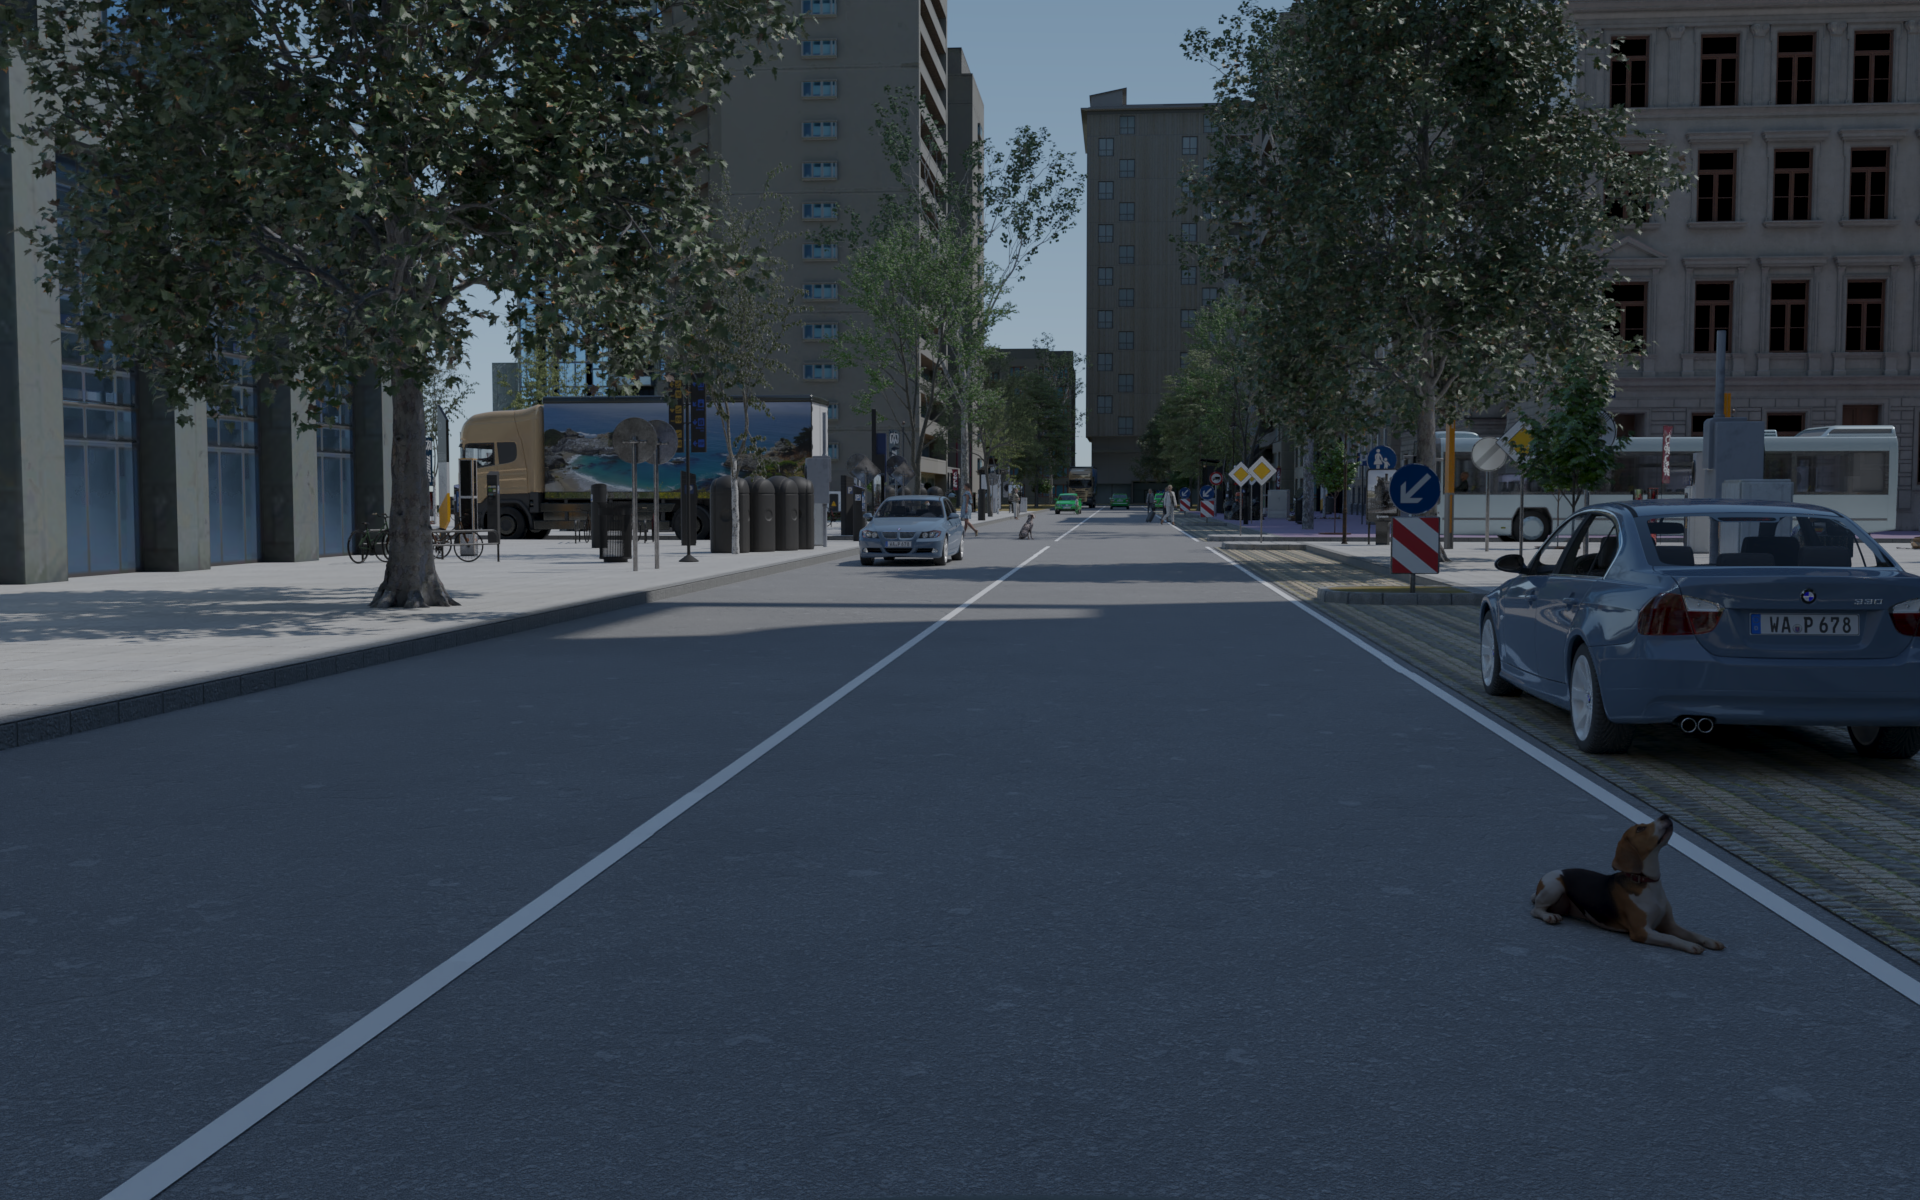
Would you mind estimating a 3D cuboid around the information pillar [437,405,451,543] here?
[{"bbox_3d":[-13.496,-3.298,45.272,0.183,3.616,0.504,-3,5,-43],"label":"information pillar"}]

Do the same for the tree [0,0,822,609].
[{"bbox_3d":[-6.392,-6.277,19.639,9.611,12.733,9.660,0,3,0],"label":"tree"}]

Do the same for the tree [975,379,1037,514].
[{"bbox_3d":[2.530,-9.739,109.600,4.737,8.622,4.395,0,3,0],"label":"tree"}]

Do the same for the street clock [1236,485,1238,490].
[{"bbox_3d":[16.880,-6.112,104.497,0.358,2.002,0.471,3,4,37],"label":"street clock"}]

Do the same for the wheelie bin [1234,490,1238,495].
[{"bbox_3d":[20.115,-7.161,124.985,0.693,1.594,0.980,-2,4,-27],"label":"wheelie bin"}]

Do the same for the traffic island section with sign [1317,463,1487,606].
[{"bbox_3d":[5.833,-0.887,23.131,1.989,1.847,2.006,0,4,5],"label":"traffic island section with sign"}]

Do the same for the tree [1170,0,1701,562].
[{"bbox_3d":[8.861,-7.083,32.811,9.611,12.733,9.660,0,3,0],"label":"tree"}]

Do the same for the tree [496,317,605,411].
[{"bbox_3d":[-16.249,-7.213,68.293,4.737,8.622,4.395,0,3,0],"label":"tree"}]

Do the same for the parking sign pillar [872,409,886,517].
[{"bbox_3d":[-2.615,-4.106,55.600,1.447,3.967,1.447,0,4,-2],"label":"parking sign pillar"}]

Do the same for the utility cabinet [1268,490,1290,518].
[{"bbox_3d":[16.581,-4.981,90.111,1.173,1.500,0.318,3,5,44],"label":"utility cabinet"}]

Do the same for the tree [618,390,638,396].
[{"bbox_3d":[-22.062,-9.920,112.560,4.737,8.622,4.395,0,3,0],"label":"tree"}]

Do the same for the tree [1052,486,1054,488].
[{"bbox_3d":[9.523,-12.134,192.985,1.663,3.219,1.824,0,3,0],"label":"tree"}]

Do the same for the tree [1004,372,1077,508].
[{"bbox_3d":[7.404,-14.851,160.935,7.486,12.596,7.792,0,3,0],"label":"tree"}]

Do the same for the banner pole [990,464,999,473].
[{"bbox_3d":[2.612,-8.446,128.114,0.863,3.779,0.401,1,4,21],"label":"banner pole"}]

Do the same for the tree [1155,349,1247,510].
[{"bbox_3d":[18.946,-13.313,135.797,7.486,12.596,7.792,0,3,0],"label":"tree"}]

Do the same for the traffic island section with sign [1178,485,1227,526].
[{"bbox_3d":[10.957,-4.231,77.810,1.989,1.847,2.006,0,4,5],"label":"traffic island section with sign"}]

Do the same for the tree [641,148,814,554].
[{"bbox_3d":[-4.918,-5.269,36.504,4.360,8.622,3.978,0,3,0],"label":"tree"}]

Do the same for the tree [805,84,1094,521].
[{"bbox_3d":[-1.221,-13.845,82.252,12.611,20.169,13.585,0,3,0],"label":"tree"}]

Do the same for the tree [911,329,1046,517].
[{"bbox_3d":[1.404,-9.978,97.546,7.601,10.594,8.767,2,4,26],"label":"tree"}]

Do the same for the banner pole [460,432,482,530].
[{"bbox_3d":[-17.292,-4.366,61.394,0.863,3.779,0.401,-1,4,-12],"label":"banner pole"}]

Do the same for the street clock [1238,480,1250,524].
[{"bbox_3d":[12.067,-4.190,73.070,0.358,2.002,0.471,1,4,17],"label":"street clock"}]

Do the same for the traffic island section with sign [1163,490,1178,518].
[{"bbox_3d":[13.517,-5.901,105.105,1.989,1.847,2.006,0,4,5],"label":"traffic island section with sign"}]

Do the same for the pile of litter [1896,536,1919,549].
[{"bbox_3d":[22.742,-1.615,40.377,1.719,0.858,1.176,1,4,23],"label":"pile of litter"}]

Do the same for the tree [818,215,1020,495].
[{"bbox_3d":[-1.623,-8.529,65.206,9.928,11.665,9.643,0,3,0],"label":"tree"}]

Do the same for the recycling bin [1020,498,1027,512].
[{"bbox_3d":[4.232,-6.653,121.337,0.722,1.027,0.722,-1,4,-22],"label":"recycling bin"}]

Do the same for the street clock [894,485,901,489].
[{"bbox_3d":[-3.683,-5.961,102.032,0.358,2.002,0.471,2,4,32],"label":"street clock"}]

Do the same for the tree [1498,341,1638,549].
[{"bbox_3d":[7.899,-1.675,21.982,1.663,3.219,1.824,0,3,0],"label":"tree"}]

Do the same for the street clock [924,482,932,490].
[{"bbox_3d":[-1.948,-6.115,104.553,0.471,2.002,0.358,-1,4,-9],"label":"street clock"}]

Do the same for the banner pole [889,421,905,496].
[{"bbox_3d":[-2.127,-4.249,59.484,0.863,3.779,0.401,-3,5,-40],"label":"banner pole"}]

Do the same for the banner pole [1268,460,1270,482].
[{"bbox_3d":[22.511,-8.320,126.050,0.401,3.779,0.863,1,4,15],"label":"banner pole"}]

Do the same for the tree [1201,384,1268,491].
[{"bbox_3d":[17.160,-9.759,109.918,4.737,8.622,4.395,0,3,0],"label":"tree"}]

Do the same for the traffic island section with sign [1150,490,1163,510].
[{"bbox_3d":[18.173,-8.930,154.629,1.989,1.847,2.006,0,4,5],"label":"traffic island section with sign"}]

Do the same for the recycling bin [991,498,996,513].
[{"bbox_3d":[1.976,-6.357,116.491,0.722,1.027,0.722,-1,4,-21],"label":"recycling bin"}]

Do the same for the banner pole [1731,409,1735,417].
[{"bbox_3d":[22.537,-3.738,51.133,0.863,3.779,0.401,0,4,1],"label":"banner pole"}]

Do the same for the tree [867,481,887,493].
[{"bbox_3d":[-5.760,-7.523,117.597,1.663,3.219,1.824,0,3,0],"label":"tree"}]

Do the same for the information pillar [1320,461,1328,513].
[{"bbox_3d":[24.327,-7.606,115.708,0.504,3.616,0.183,2,4,35],"label":"information pillar"}]

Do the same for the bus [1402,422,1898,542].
[{"bbox_3d":[18.487,-3.250,48.001,13.247,3.499,2.948,0,4,6],"label":"bus"}]

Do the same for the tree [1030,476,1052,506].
[{"bbox_3d":[7.740,-10.718,169.846,1.663,3.219,1.824,0,3,0],"label":"tree"}]

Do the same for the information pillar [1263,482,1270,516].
[{"bbox_3d":[18.264,-6.041,103.259,0.304,2.012,0.304,-1,4,-10],"label":"information pillar"}]

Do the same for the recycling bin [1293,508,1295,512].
[{"bbox_3d":[24.465,-6.880,125.042,0.722,1.027,0.722,1,4,15],"label":"recycling bin"}]

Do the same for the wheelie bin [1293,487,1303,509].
[{"bbox_3d":[16.395,-4.594,83.026,0.693,1.594,0.980,-1,4,-18],"label":"wheelie bin"}]

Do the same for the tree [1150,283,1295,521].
[{"bbox_3d":[14.002,-9.677,83.977,9.928,11.665,9.643,0,3,0],"label":"tree"}]

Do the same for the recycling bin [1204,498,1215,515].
[{"bbox_3d":[15.689,-5.874,108.599,0.722,1.027,0.722,0,4,2],"label":"recycling bin"}]

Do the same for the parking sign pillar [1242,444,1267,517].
[{"bbox_3d":[16.422,-6.619,96.694,1.447,3.967,1.447,-1,4,-16],"label":"parking sign pillar"}]

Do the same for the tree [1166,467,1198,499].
[{"bbox_3d":[21.813,-11.303,168.517,4.285,4.588,4.351,0,3,0],"label":"tree"}]

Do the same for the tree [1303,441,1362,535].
[{"bbox_3d":[11.957,-3.678,54.729,1.663,3.219,1.824,0,3,0],"label":"tree"}]

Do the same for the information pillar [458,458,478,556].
[{"bbox_3d":[-10.155,-1.913,35.775,0.304,2.012,0.304,0,4,0],"label":"information pillar"}]

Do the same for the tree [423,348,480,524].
[{"bbox_3d":[-22.724,-7.556,73.904,4.360,8.622,3.978,0,3,0],"label":"tree"}]

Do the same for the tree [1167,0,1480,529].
[{"bbox_3d":[13.756,-12.698,63.495,12.611,20.169,13.585,0,3,0],"label":"tree"}]

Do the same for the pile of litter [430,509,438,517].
[{"bbox_3d":[-30.671,-5.204,99.043,1.719,0.858,1.176,0,4,-1],"label":"pile of litter"}]

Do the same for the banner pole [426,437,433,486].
[{"bbox_3d":[-20.629,-4.704,66.934,0.401,3.779,0.863,1,4,22],"label":"banner pole"}]

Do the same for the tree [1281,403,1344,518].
[{"bbox_3d":[19.510,-8.768,93.719,4.737,8.622,4.395,0,3,0],"label":"tree"}]
